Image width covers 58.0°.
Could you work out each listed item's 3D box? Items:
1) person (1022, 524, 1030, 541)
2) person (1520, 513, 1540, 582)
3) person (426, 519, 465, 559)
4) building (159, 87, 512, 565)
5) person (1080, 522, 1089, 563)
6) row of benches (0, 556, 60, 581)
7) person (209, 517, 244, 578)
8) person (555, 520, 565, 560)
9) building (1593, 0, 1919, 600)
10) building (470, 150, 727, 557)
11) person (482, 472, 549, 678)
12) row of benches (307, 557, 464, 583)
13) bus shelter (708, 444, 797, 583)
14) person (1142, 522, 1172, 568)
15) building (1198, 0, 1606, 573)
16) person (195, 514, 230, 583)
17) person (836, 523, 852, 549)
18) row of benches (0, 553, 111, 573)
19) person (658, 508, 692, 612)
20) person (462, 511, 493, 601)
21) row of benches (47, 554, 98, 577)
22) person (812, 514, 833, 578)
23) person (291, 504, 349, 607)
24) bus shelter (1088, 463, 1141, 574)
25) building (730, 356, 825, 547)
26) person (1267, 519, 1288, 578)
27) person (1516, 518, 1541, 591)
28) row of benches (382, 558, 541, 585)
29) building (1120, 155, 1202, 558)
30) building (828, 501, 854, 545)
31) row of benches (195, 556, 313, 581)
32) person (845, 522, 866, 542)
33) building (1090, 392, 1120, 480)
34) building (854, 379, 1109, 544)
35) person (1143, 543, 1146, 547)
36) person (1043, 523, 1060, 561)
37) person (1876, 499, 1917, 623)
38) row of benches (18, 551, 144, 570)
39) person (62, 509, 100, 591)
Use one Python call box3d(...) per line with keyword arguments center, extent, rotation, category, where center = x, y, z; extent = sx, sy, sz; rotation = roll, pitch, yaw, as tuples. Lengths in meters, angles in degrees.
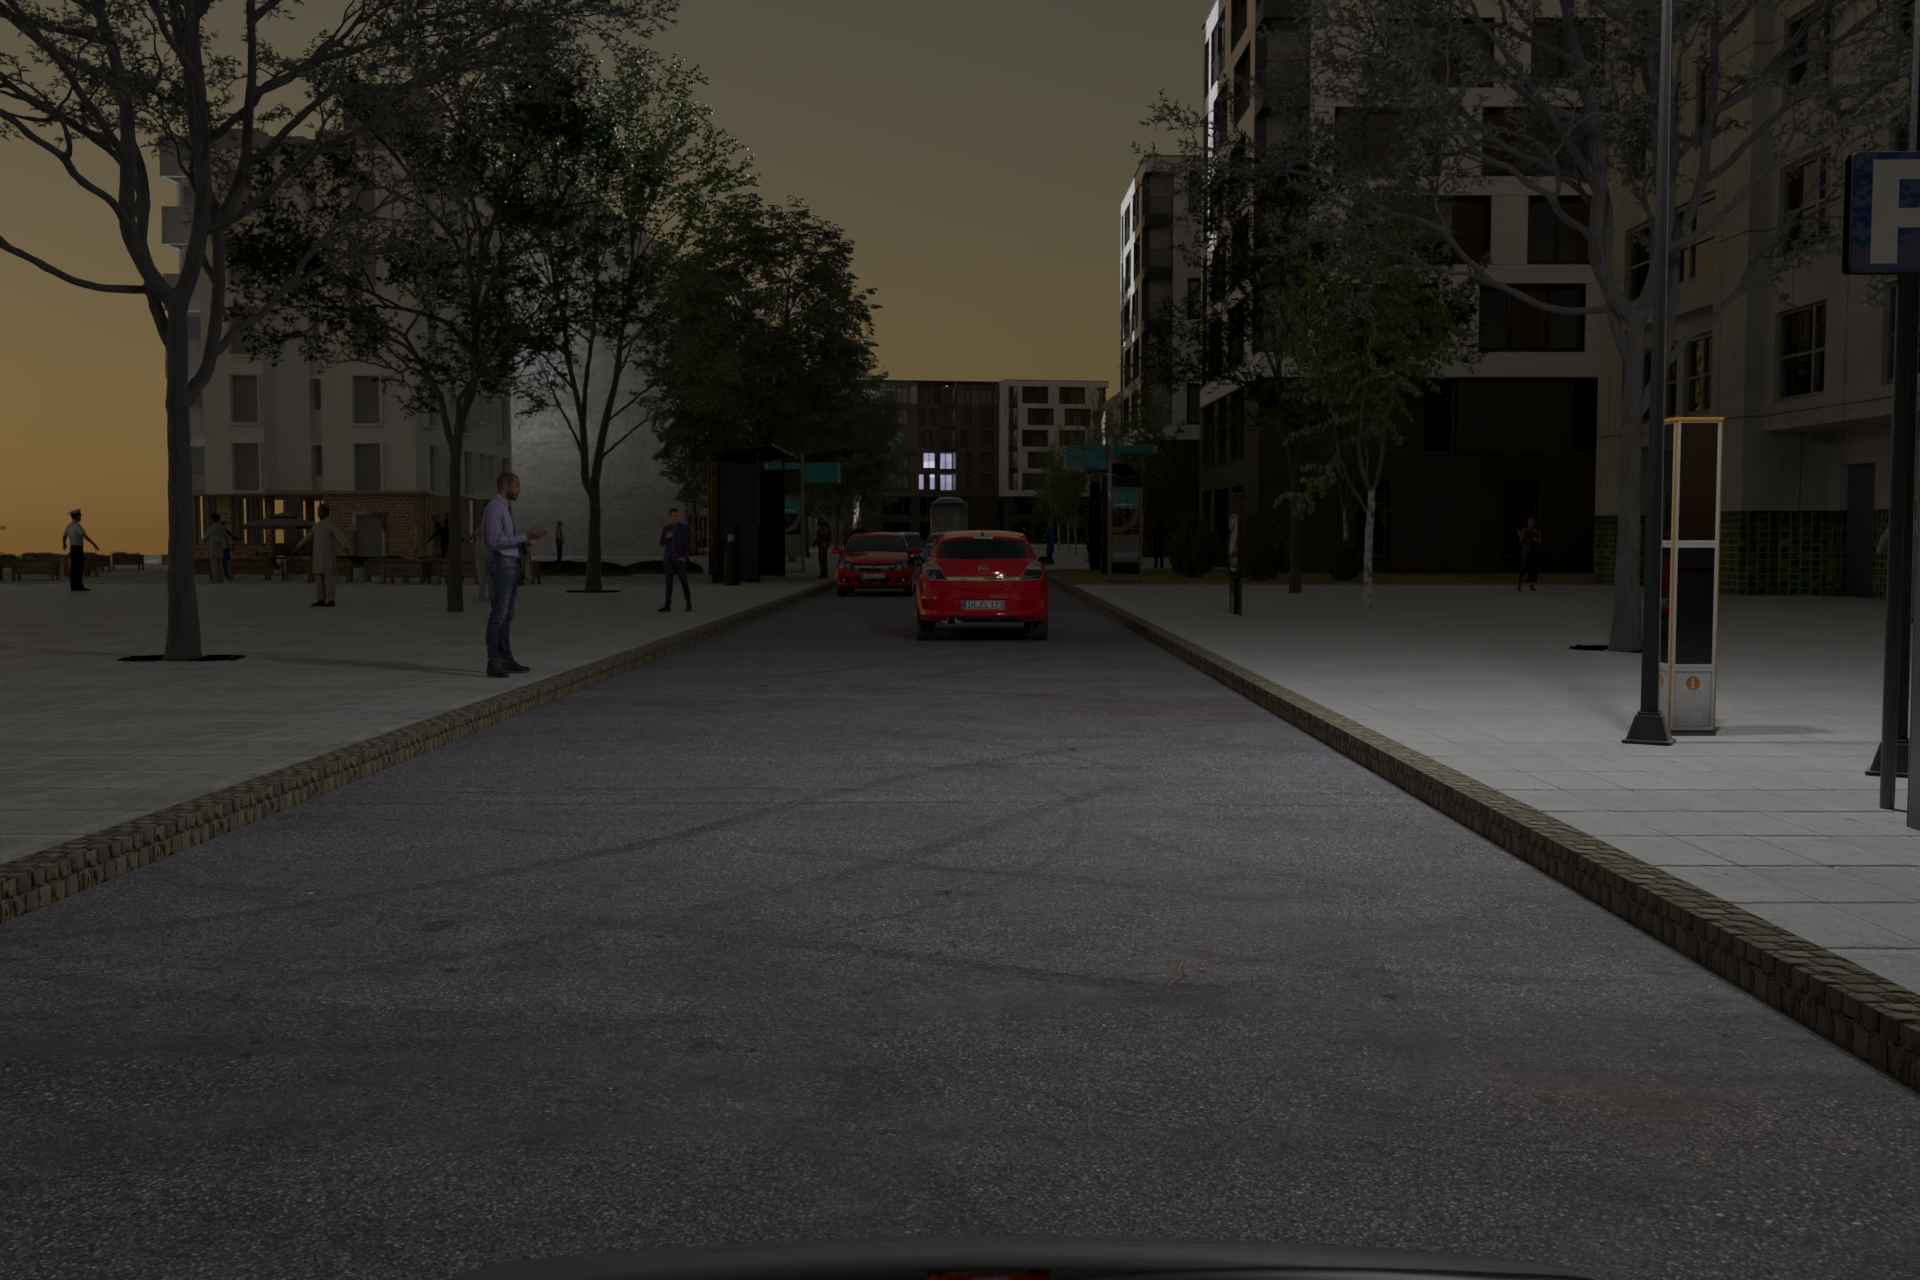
box3d(center=(2.362, -3.325, 63.009), extent=(0.705, 1.806, 1.347), rotation=(0, 4, 0), category="person")
box3d(center=(15.347, -2.482, 46.518), extent=(0.705, 1.837, 1.347), rotation=(0, 4, 3), category="person")
box3d(center=(-17.698, -3.270, 59.687), extent=(1.346, 1.802, 0.704), rotation=(-1, 4, -21), category="person")
box3d(center=(-27.703, -13.319, 74.184), extent=(16.016, 20.090, 11.380), rotation=(0, 4, 1), category="building")
box3d(center=(5.814, -4.392, 77.952), extent=(0.704, 1.843, 1.345), rotation=(2, 4, 33), category="person")
box3d(center=(-27.014, -1.980, 47.830), extent=(4.104, 0.672, 1.422), rotation=(-1, 4, -14), category="row of benches")
box3d(center=(-21.690, -2.733, 51.151), extent=(1.216, 1.772, 0.721), rotation=(1, 4, 17), category="person")
box3d(center=(-15.530, -3.758, 67.293), extent=(0.705, 1.847, 1.347), rotation=(-1, 4, -20), category="person")
box3d(center=(24.560, -9.890, 28.166), extent=(16.747, 18.905, 31.486), rotation=(0, 4, 0), category="building")
box3d(center=(-24.836, -16.883, 106.966), extent=(19.493, 23.208, 18.063), rotation=(0, 4, 0), category="building")
box3d(center=(-4.007, -0.599, 15.700), extent=(0.599, 1.838, 0.709), rotation=(0, 4, -5), category="person")
box3d(center=(-15.247, -1.888, 46.333), extent=(4.104, 0.672, 1.422), rotation=(-1, 4, -10), category="row of benches")
box3d(center=(-5.728, -3.497, 48.454), extent=(1.731, 3.624, 6.357), rotation=(0, 4, 1), category="bus shelter")
box3d(center=(7.387, -3.544, 64.670), extent=(1.216, 1.740, 0.721), rotation=(-1, 4, -19), category="person")
box3d(center=(23.691, -13.981, 72.568), extent=(27.936, 21.610, 32.646), rotation=(0, 3, 0), category="building")
box3d(center=(-19.401, -2.381, 45.118), extent=(0.705, 1.806, 1.347), rotation=(1, 4, 12), category="person")
box3d(center=(-5.483, -4.737, 83.580), extent=(0.705, 1.813, 1.348), rotation=(2, 4, 35), category="person")
box3d(center=(-30.456, -2.572, 57.519), extent=(1.422, 0.672, 4.104), rotation=(3, 5, 42), category="row of benches")
box3d(center=(-4.707, -1.324, 28.606), extent=(0.541, 1.710, 0.530), rotation=(1, 4, 21), category="person")
box3d(center=(-9.138, -1.613, 33.151), extent=(0.721, 1.739, 1.217), rotation=(2, 4, 34), category="person")
box3d(center=(-27.196, -2.296, 52.995), extent=(1.422, 0.672, 4.104), rotation=(-3, 4, -38), category="row of benches")
box3d(center=(-4.004, -2.725, 50.321), extent=(0.705, 1.858, 1.354), rotation=(1, 4, 11), category="person")
box3d(center=(-11.290, -1.506, 30.710), extent=(1.344, 1.819, 0.704), rotation=(2, 4, 26), category="person")
box3d(center=(5.040, -4.101, 58.328), extent=(1.731, 3.624, 6.357), rotation=(0, 4, 1), category="bus shelter")
box3d(center=(-23.905, -19.546, 186.036), extent=(16.747, 18.905, 31.486), rotation=(0, 4, 0), category="building")
box3d(center=(9.144, -2.668, 50.424), extent=(1.217, 1.733, 0.721), rotation=(-3, 5, -42), category="person")
box3d(center=(12.803, -1.924, 38.978), extent=(0.593, 1.643, 0.415), rotation=(-2, 4, -30), category="person")
box3d(center=(-12.674, -1.766, 44.330), extent=(4.104, 0.672, 1.422), rotation=(0, 4, 4), category="row of benches")
box3d(center=(23.878, -16.271, 110.008), extent=(27.936, 21.610, 32.646), rotation=(0, 3, 0), category="building")
box3d(center=(-23.078, -23.475, 214.736), extent=(19.493, 23.208, 18.063), rotation=(0, 4, 1), category="building")
box3d(center=(-19.811, -1.992, 48.039), extent=(4.104, 0.672, 1.422), rotation=(-2, 4, -31), category="row of benches")
box3d(center=(-4.452, -4.309, 76.587), extent=(1.346, 1.812, 0.704), rotation=(-1, 4, -17), category="person")
box3d(center=(26.259, -23.262, 211.266), extent=(19.493, 23.208, 18.063), rotation=(0, 3, 0), category="building")
box3d(center=(1.262, -24.090, 240.310), extent=(32.646, 21.610, 27.936), rotation=(-1, 4, -10), category="building")
box3d(center=(7.592, -3.913, 73.248), extent=(0.599, 1.433, 0.991), rotation=(-1, 4, -21), category="person")
box3d(center=(4.255, -4.610, 81.506), extent=(0.704, 1.817, 1.347), rotation=(3, 4, 38), category="person")
box3d(center=(13.737, -1.159, 25.089), extent=(0.704, 1.811, 1.347), rotation=(-1, 4, -14), category="person")
box3d(center=(-31.184, -2.806, 61.333), extent=(4.104, 0.672, 1.422), rotation=(-3, 4, -38), category="row of benches")
box3d(center=(-19.857, -2.031, 38.991), extent=(1.343, 1.855, 0.704), rotation=(2, 4, 33), category="person")
